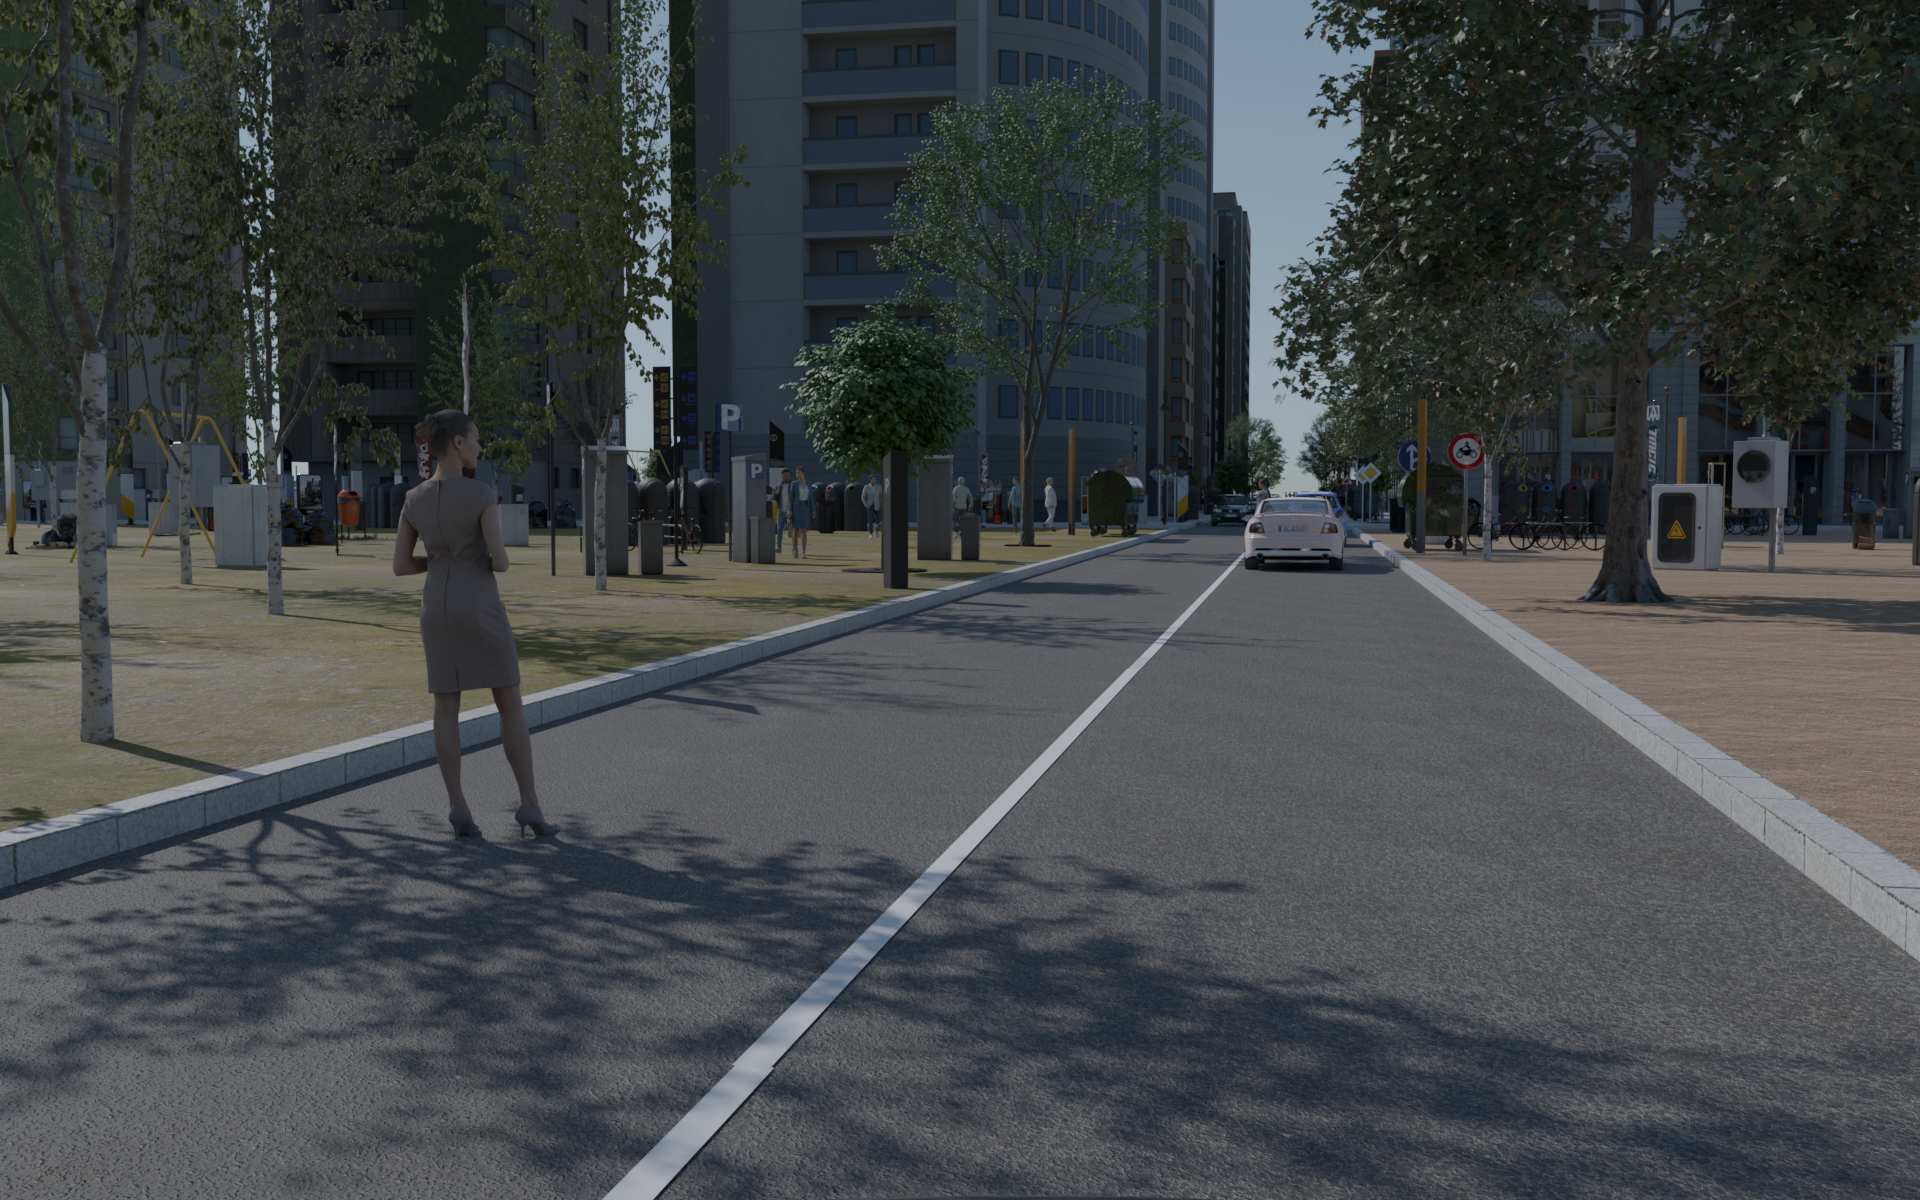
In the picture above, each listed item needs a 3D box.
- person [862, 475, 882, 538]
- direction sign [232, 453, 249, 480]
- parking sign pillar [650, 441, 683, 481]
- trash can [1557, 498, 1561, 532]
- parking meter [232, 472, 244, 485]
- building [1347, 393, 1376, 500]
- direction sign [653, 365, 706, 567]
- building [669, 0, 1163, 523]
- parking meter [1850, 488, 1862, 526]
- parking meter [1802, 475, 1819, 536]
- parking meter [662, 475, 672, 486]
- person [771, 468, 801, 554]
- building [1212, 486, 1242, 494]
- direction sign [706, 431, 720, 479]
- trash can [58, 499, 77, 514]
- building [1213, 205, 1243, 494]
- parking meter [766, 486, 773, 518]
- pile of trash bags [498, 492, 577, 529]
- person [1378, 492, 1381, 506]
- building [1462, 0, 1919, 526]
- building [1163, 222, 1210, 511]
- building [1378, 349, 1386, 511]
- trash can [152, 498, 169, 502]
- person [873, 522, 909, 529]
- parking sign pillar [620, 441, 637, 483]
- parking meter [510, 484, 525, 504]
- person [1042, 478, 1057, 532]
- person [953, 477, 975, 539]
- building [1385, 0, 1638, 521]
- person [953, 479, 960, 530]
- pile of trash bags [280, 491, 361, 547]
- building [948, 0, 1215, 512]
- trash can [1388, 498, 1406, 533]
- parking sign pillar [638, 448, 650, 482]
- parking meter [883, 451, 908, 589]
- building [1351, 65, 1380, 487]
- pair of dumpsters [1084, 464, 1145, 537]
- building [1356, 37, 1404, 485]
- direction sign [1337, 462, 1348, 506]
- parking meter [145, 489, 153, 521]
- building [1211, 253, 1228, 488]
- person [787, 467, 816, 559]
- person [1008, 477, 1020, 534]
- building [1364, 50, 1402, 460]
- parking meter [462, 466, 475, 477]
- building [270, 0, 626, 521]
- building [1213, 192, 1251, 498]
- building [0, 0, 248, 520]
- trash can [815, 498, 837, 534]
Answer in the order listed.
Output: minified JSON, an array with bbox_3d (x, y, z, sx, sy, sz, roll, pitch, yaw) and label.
[{"bbox_3d":[-2.540,-2.729,50.510,0.661,1.843,0.795,0,4,-7],"label":"person"},{"bbox_3d":[-39.683,-6.337,95.608,0.379,3.537,0.876,3,5,44],"label":"direction sign"},{"bbox_3d":[-14.028,-5.852,84.152,1.447,3.967,1.447,0,4,2],"label":"parking sign pillar"},{"bbox_3d":[19.987,-2.838,58.052,0.748,1.137,0.748,0,3,0],"label":"trash can"},{"bbox_3d":[-19.291,-2.484,46.318,0.255,1.863,0.399,-1,4,-16],"label":"parking meter"},{"bbox_3d":[75.149,-34.976,263.736,32.217,40.220,23.993,1,4,11],"label":"building"},{"bbox_3d":[-5.038,-2.367,30.704,0.876,3.537,0.379,1,4,20],"label":"direction sign"},{"bbox_3d":[-0.891,-33.504,89.782,21.231,58.520,28.212,1,4,11],"label":"building"},{"bbox_3d":[35.775,-3.714,69.136,0.372,1.533,0.369,0,3,0],"label":"parking meter"},{"bbox_3d":[26.331,-2.929,53.599,0.399,1.863,0.255,0,4,-6],"label":"parking meter"},{"bbox_3d":[-8.797,-2.832,52.011,0.255,1.863,0.399,0,4,-1],"label":"parking meter"},{"bbox_3d":[-3.615,-1.863,36.491,0.794,1.824,0.713,2,4,26],"label":"person"},{"bbox_3d":[26.319,-34.757,260.161,32.217,40.220,23.993,1,4,11],"label":"building"},{"bbox_3d":[-8.956,-4.323,62.684,0.379,3.537,0.876,2,4,28],"label":"direction sign"},{"bbox_3d":[-27.167,-2.527,52.963,0.748,1.137,0.748,0,3,0],"label":"trash can"},{"bbox_3d":[31.616,-34.014,239.720,14.154,41.232,14.086,1,4,11],"label":"building"},{"bbox_3d":[-5.049,-2.242,45.061,0.372,1.533,0.369,0,3,0],"label":"parking meter"},{"bbox_3d":[-16.039,-3.378,64.984,3.447,1.369,1.912,0,4,-2],"label":"pile of trash bags"},{"bbox_3d":[23.895,-5.680,99.091,0.721,1.800,0.419,-2,4,-32],"label":"person"},{"bbox_3d":[36.714,-18.187,74.852,29.804,29.767,11.434,1,4,11],"label":"building"},{"bbox_3d":[3.628,-17.258,127.212,27.650,21.520,28.899,1,4,11],"label":"building"},{"bbox_3d":[37.629,-18.597,132.932,11.050,23.489,19.941,1,4,11],"label":"building"},{"bbox_3d":[-27.776,-2.983,60.427,0.748,1.137,0.748,0,3,0],"label":"trash can"},{"bbox_3d":[-1.589,-1.839,41.604,1.012,1.151,0.738,-1,4,-21],"label":"person"},{"bbox_3d":[-17.533,-6.068,87.684,1.447,3.967,1.447,3,5,41],"label":"parking sign pillar"},{"bbox_3d":[-11.374,-2.211,44.555,0.372,1.533,0.369,0,3,0],"label":"parking meter"},{"bbox_3d":[3.012,-3.224,58.629,0.818,1.842,0.514,-3,5,-42],"label":"person"},{"bbox_3d":[0.104,-2.657,49.964,0.782,1.767,0.515,-2,4,-29],"label":"person"},{"bbox_3d":[32.790,-20.182,107.466,11.434,29.767,29.804,1,4,11],"label":"building"},{"bbox_3d":[-0.010,-3.373,61.372,0.590,1.801,0.661,1,4,14],"label":"person"},{"bbox_3d":[-16.503,-2.079,43.737,1.912,1.369,3.447,2,4,25],"label":"pile of trash bags"},{"bbox_3d":[12.334,-37.905,161.751,21.231,58.520,28.212,1,4,11],"label":"building"},{"bbox_3d":[14.622,-2.815,57.679,0.748,1.137,0.748,0,3,0],"label":"trash can"},{"bbox_3d":[-17.609,-6.883,101.005,1.447,3.967,1.447,2,4,27],"label":"parking sign pillar"},{"bbox_3d":[-0.875,-1.091,23.552,0.255,1.863,0.399,-1,4,-20],"label":"parking meter"},{"bbox_3d":[74.535,-51.916,287.072,20.563,71.187,20.611,1,4,11],"label":"building"},{"bbox_3d":[4.794,-3.139,53.816,1.574,2.255,4.437,1,4,11],"label":"pair of dumpsters"},{"bbox_3d":[57.436,-54.056,196.479,22.319,86.520,31.000,1,4,11],"label":"building"},{"bbox_3d":[27.161,-8.019,123.115,0.379,3.537,0.876,-3,5,-44],"label":"direction sign"},{"bbox_3d":[-38.765,-4.552,82.840,0.372,1.533,0.369,0,3,0],"label":"parking meter"},{"bbox_3d":[24.382,-26.582,206.321,14.160,30.474,14.107,1,4,11],"label":"building"},{"bbox_3d":[-3.161,-1.739,34.500,0.581,1.822,0.654,0,4,-5],"label":"person"},{"bbox_3d":[1.882,-3.063,55.990,0.638,1.841,0.748,-1,4,-17],"label":"person"},{"bbox_3d":[50.816,-31.426,168.445,22.147,44.769,28.867,1,4,11],"label":"building"},{"bbox_3d":[-9.381,-1.657,32.808,0.399,1.863,0.255,-1,4,-10],"label":"parking meter"},{"bbox_3d":[-26.127,-19.332,87.777,14.107,30.474,14.160,1,4,11],"label":"building"},{"bbox_3d":[35.924,-40.215,281.210,21.300,48.544,21.600,1,4,11],"label":"building"},{"bbox_3d":[-47.999,-24.902,90.739,14.086,41.232,14.154,1,4,11],"label":"building"},{"bbox_3d":[-4.338,-2.729,56.273,0.748,1.137,0.748,0,3,0],"label":"trash can"}]
